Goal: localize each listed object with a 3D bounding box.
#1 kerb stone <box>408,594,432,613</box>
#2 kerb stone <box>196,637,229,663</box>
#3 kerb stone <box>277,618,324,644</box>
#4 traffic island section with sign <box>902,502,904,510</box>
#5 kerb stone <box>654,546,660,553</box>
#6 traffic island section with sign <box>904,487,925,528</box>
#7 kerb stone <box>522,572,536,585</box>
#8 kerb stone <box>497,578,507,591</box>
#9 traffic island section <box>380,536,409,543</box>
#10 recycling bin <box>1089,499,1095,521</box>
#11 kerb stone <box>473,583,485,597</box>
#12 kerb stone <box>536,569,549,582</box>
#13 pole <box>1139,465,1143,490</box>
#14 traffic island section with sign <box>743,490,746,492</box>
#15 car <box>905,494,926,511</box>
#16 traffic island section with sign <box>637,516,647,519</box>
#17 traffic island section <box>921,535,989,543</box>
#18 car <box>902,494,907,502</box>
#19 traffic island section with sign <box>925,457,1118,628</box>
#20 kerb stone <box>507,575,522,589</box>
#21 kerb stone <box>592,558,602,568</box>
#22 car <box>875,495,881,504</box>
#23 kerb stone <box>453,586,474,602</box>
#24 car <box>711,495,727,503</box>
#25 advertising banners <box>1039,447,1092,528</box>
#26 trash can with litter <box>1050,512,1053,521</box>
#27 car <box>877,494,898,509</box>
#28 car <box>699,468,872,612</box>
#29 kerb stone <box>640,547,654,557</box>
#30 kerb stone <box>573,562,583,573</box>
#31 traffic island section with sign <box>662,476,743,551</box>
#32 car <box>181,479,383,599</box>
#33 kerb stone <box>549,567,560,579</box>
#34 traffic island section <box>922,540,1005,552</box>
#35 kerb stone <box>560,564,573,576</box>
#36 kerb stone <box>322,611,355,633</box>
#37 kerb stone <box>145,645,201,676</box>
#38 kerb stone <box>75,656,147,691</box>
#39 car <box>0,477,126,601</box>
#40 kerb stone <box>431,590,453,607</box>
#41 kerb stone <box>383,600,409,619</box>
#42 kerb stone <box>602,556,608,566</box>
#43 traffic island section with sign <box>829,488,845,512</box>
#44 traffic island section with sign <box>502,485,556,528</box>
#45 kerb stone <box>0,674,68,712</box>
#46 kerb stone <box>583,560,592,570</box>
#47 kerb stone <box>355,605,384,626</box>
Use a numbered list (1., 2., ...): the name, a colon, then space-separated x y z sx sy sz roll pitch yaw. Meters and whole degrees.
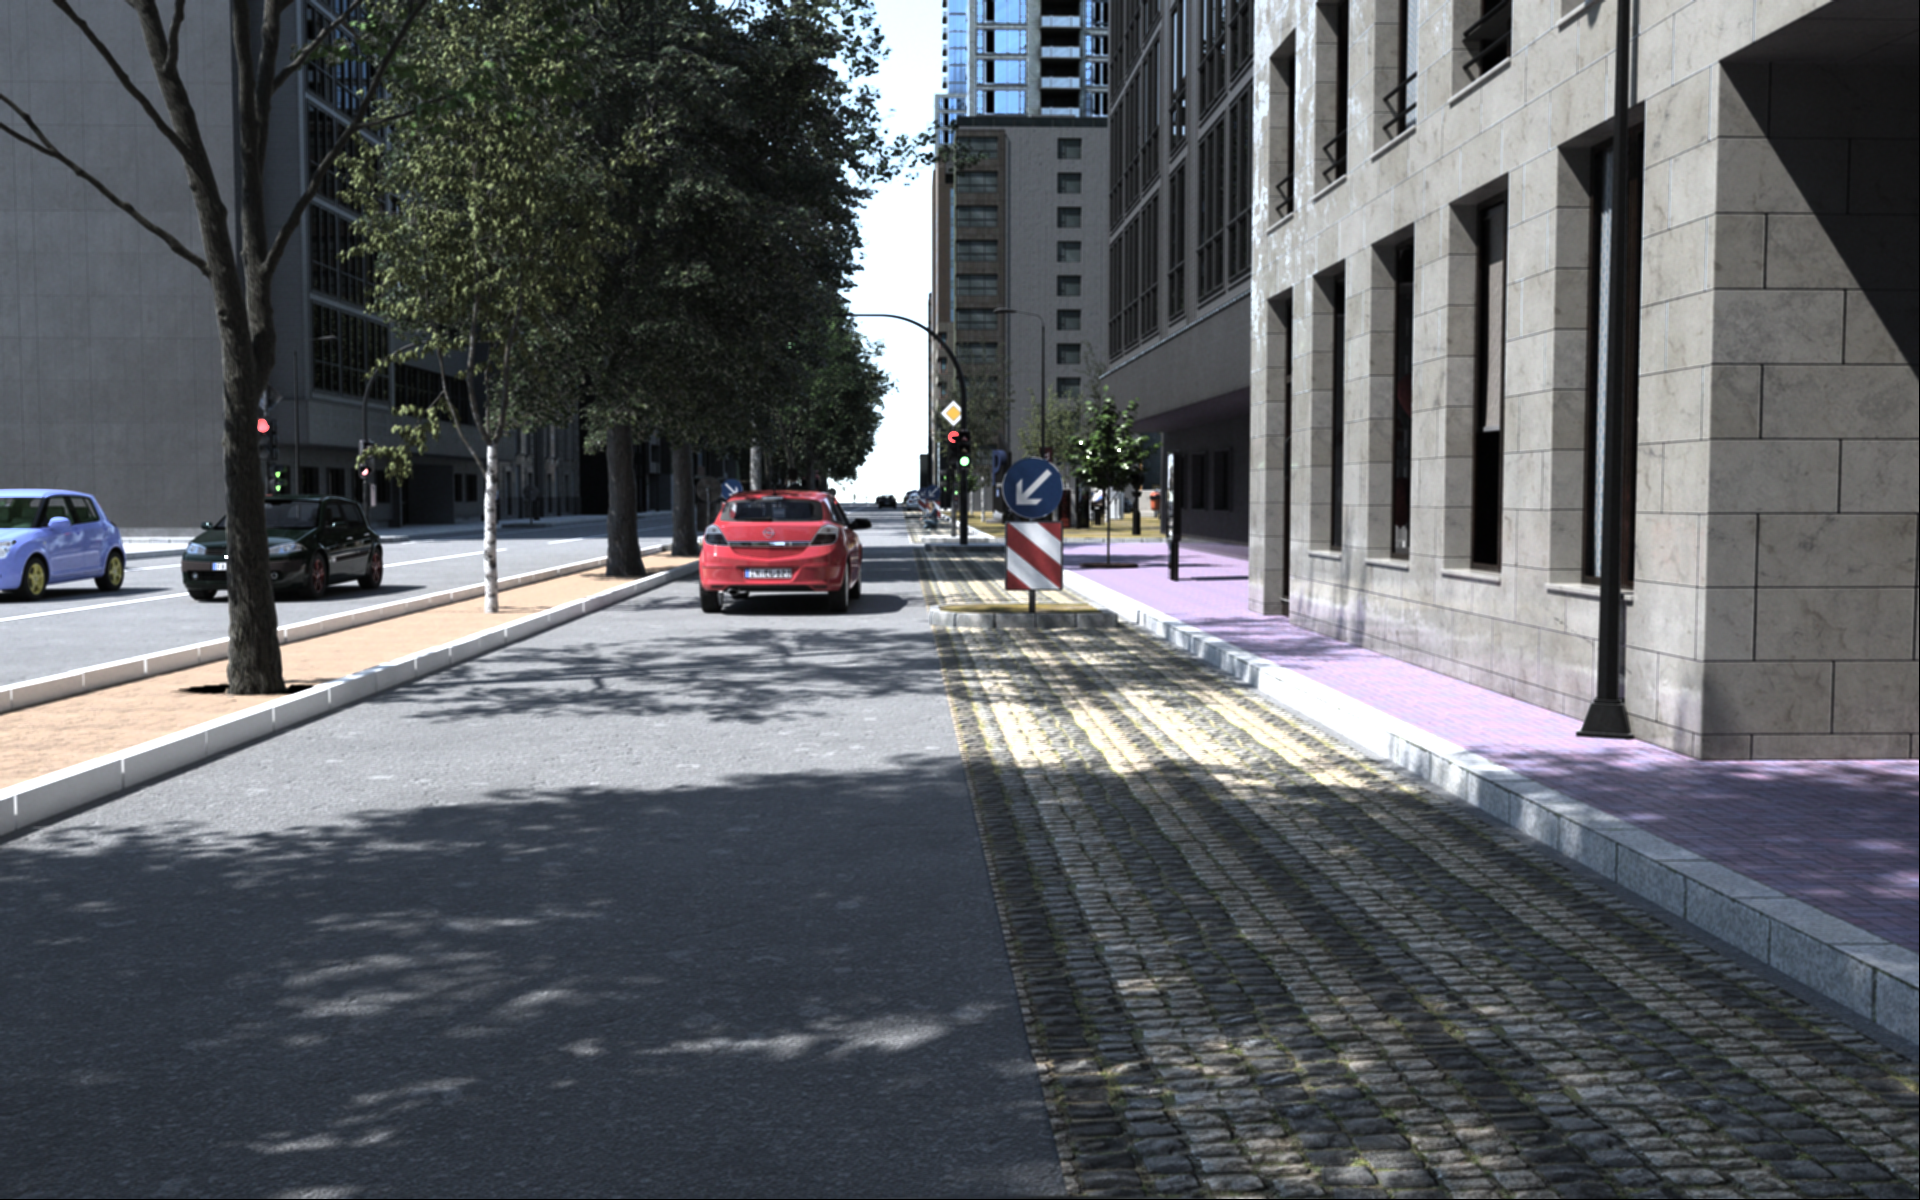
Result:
1. kerb stone: -6.683 0.067 21.185 0.120 0.150 1.000 0 4 -2
2. kerb stone: -6.465 0.437 15.044 0.120 0.150 1.000 0 4 -2
3. kerb stone: -6.528 0.318 17.094 0.120 0.150 1.000 0 4 -2
4. traffic island section with sign: -2.226 -5.628 100.641 1.989 1.847 2.006 0 4 -2
5. kerb stone: -7.412 -1.191 41.663 0.120 0.150 1.000 0 4 -2
6. traffic island section with sign: -1.268 -3.980 73.703 1.989 1.847 2.006 0 4 -2
7. kerb stone: -6.898 -0.314 27.328 0.120 0.150 1.000 0 4 -2
8. kerb stone: -6.821 -0.189 25.278 0.120 0.150 1.000 0 4 -2
9. traffic island section: -17.602 -1.780 51.376 2.009 0.180 2.903 0 4 -2
10. recycling bin: 6.146 -4.320 83.188 0.722 1.027 0.722 1 4 13
11. kerb stone: -6.791 -0.123 24.256 0.120 0.150 1.000 0 4 -2
12. kerb stone: -6.932 -0.376 28.349 0.120 0.150 1.000 0 4 -2
13. pole: 10.624 -6.599 101.739 0.158 3.312 0.155 0 3 0
14. traffic island section with sign: -22.107 -10.378 178.312 1.989 1.847 2.006 0 4 -2
15. car: -3.530 -8.040 143.451 2.014 1.417 4.499 0 4 -3
16. traffic island section with sign: -19.371 -5.662 101.205 1.989 1.847 2.006 0 4 -2
17. traffic island section: -0.171 -1.817 51.985 2.009 0.180 2.903 0 4 -2
18. car: -7.918 -15.704 266.982 2.015 1.641 3.980 0 4 -3
19. traffic island section with sign: 0.650 -0.653 19.304 1.989 1.847 2.006 0 4 -2
20. kerb stone: -6.866 -0.251 26.300 0.120 0.150 1.000 0 4 -2
21. kerb stone: -7.119 -0.689 33.466 0.120 0.150 1.000 0 4 -2
22. car: -11.325 -14.523 250.024 1.945 1.354 3.894 0 4 -3
23. kerb stone: -6.744 -0.061 23.235 0.120 0.150 1.000 0 4 -2
24. car: -10.365 -4.011 77.577 2.014 1.417 4.499 0 4 -1
25. advertising banners: 3.941 -4.198 64.829 2.074 3.025 0.090 -1 4 -14
26. trash can with litter: 3.587 -3.409 67.120 1.055 1.170 0.624 0 4 -3
27. car: -7.095 -9.768 169.500 2.009 1.686 4.222 0 4 -2
28. car: -2.247 -0.820 22.448 2.155 1.783 4.494 0 3 0
29. kerb stone: -7.372 -1.124 40.642 0.120 0.150 1.000 0 4 -2
30. kerb stone: -7.043 -0.564 31.418 0.120 0.150 1.000 0 4 -2
31. traffic island section with sign: -6.454 -2.194 44.013 2.006 1.907 1.989 0 4 -2
32. car: -9.627 -0.919 24.806 2.009 1.686 4.222 0 4 -2
33. kerb stone: -6.978 -0.437 29.371 0.120 0.150 1.000 0 4 -2
34. traffic island section: 0.111 -1.329 44.005 2.009 0.180 2.903 0 4 -2
35. kerb stone: -6.999 -0.501 30.393 0.120 0.150 1.000 0 4 -2
36. kerb stone: -6.571 0.249 18.120 0.120 0.150 1.000 0 4 -2
37. kerb stone: -6.427 0.500 14.023 0.120 0.150 1.000 0 4 -2
38. kerb stone: -6.396 0.565 12.989 0.120 0.150 1.000 0 4 -2
39. car: -13.263 -0.899 24.289 1.945 1.707 3.694 0 4 -2
40. kerb stone: -6.718 0.000 22.206 0.120 0.150 1.000 0 4 -2
41. kerb stone: -6.646 0.125 20.163 0.120 0.150 1.000 0 4 -2
42. kerb stone: -7.148 -0.753 34.499 0.120 0.150 1.000 0 4 -2
43. traffic island section with sign: -9.374 -7.240 126.507 2.006 1.907 1.989 0 4 -2
44. traffic island section with sign: -18.407 -4.006 74.124 1.989 1.847 2.006 0 4 -2
45. kerb stone: -6.352 0.632 11.960 0.120 0.150 1.000 0 4 -2
46. kerb stone: -7.081 -0.627 32.440 0.120 0.150 1.000 0 4 -2
47. kerb stone: -6.608 0.188 19.141 0.120 0.150 1.000 0 4 -2
